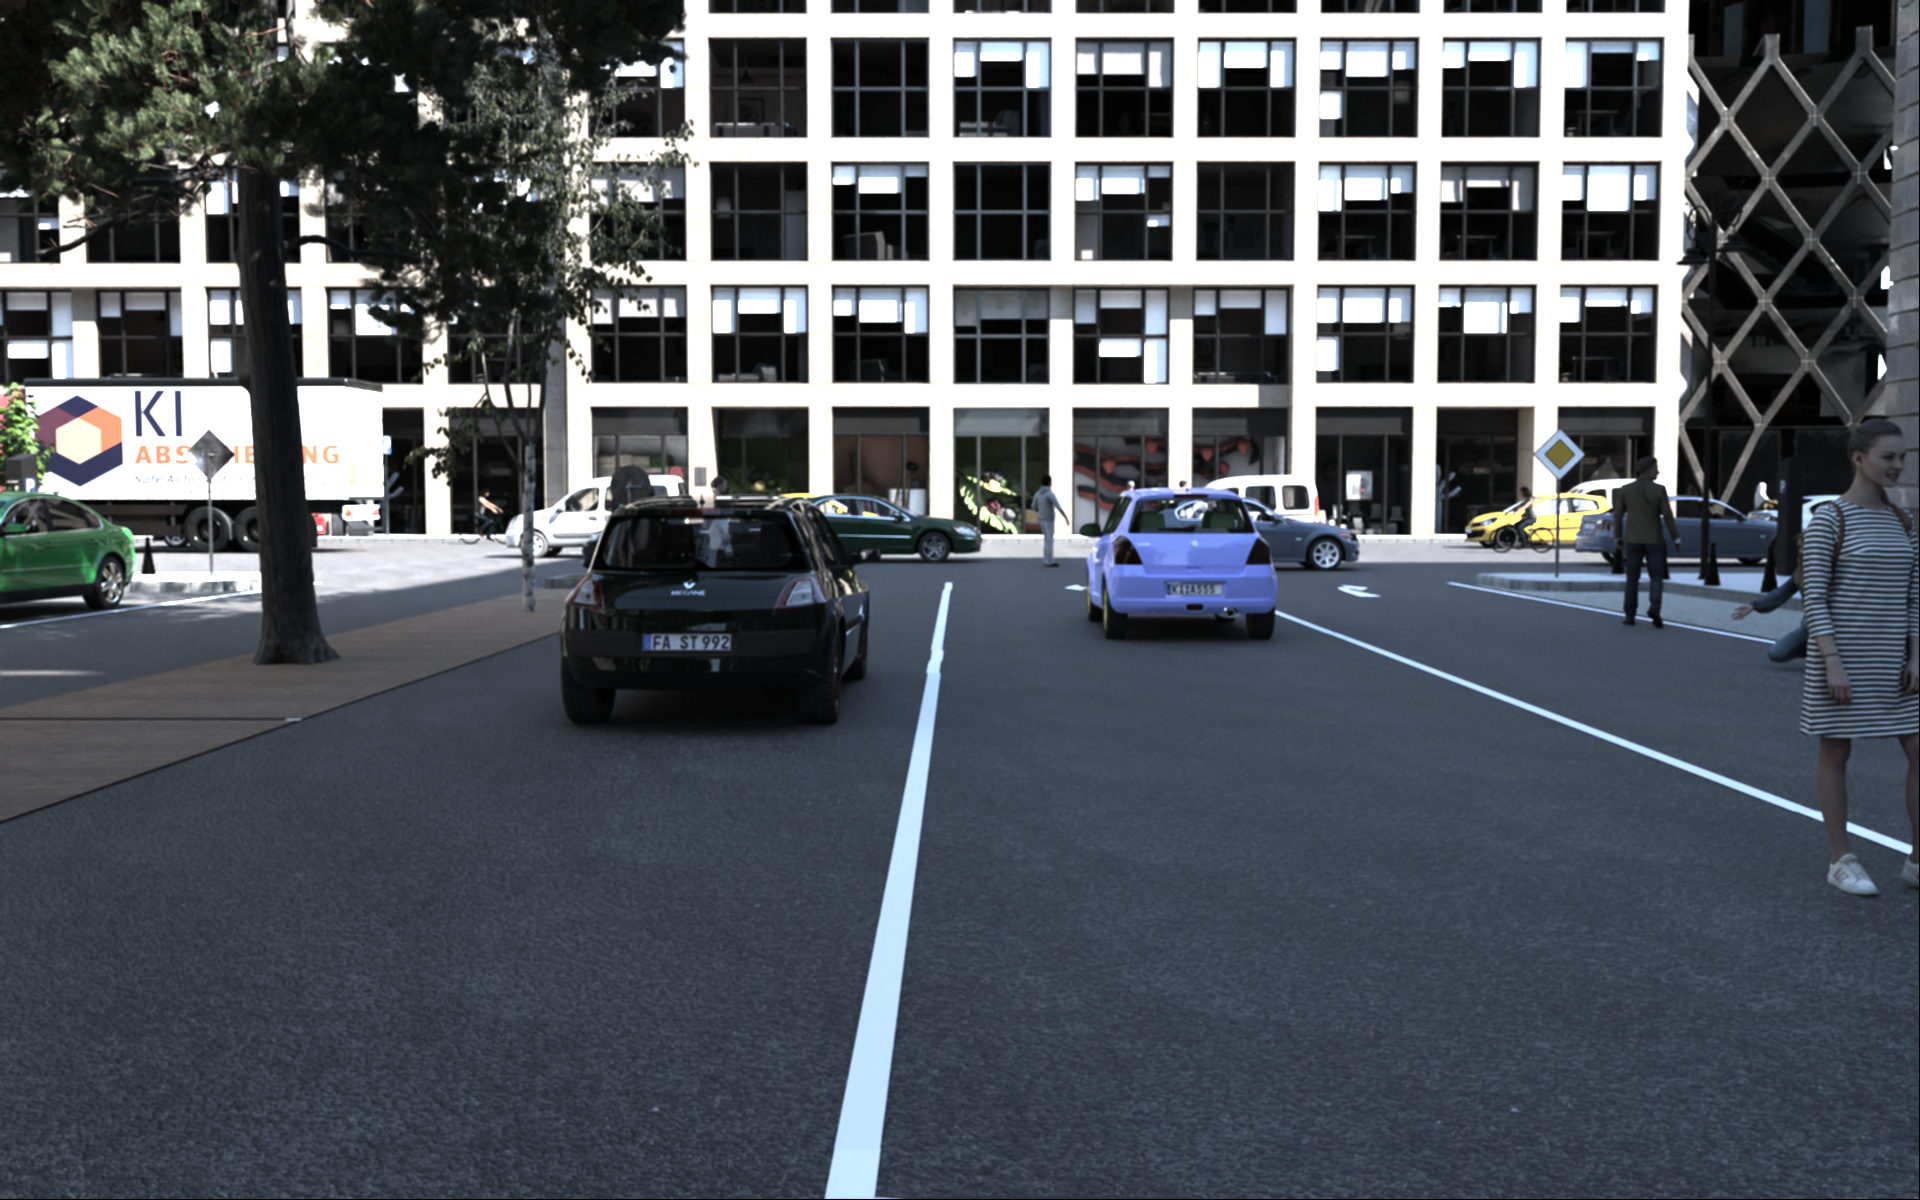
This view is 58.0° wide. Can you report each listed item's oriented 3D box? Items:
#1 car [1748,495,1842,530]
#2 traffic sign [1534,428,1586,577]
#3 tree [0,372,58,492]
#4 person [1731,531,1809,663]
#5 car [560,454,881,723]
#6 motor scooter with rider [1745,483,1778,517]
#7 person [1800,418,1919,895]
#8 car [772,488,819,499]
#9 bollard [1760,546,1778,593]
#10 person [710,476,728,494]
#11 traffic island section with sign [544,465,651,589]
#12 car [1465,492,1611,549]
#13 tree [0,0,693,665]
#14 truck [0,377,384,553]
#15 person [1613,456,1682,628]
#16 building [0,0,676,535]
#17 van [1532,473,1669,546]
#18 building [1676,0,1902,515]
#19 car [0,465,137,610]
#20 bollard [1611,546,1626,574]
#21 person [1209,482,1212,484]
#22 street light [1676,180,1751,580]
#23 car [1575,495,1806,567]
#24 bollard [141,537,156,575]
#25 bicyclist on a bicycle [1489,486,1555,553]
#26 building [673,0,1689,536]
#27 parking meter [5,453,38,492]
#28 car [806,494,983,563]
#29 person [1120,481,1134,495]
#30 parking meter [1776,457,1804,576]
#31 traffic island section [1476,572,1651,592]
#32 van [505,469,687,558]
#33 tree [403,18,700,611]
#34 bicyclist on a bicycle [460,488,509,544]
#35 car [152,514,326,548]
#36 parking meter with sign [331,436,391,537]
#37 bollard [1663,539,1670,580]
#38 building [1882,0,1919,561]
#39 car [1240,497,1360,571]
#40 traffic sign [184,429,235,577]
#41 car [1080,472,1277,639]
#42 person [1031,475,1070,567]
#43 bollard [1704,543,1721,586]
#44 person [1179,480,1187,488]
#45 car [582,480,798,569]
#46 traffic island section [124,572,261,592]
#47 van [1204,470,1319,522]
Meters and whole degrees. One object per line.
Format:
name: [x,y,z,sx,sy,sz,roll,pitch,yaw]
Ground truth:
car: [20.410,-1.694,39.697,4.499,1.417,2.014,0,4,1]
traffic sign: [9.192,-1.406,26.623,0.795,2.450,0.064,0,3,0]
tree: [-14.743,-1.992,27.163,1.663,3.219,1.824,0,3,0]
person: [6.878,0.004,13.935,0.738,1.151,1.012,-1,4,-21]
car: [-1.590,-0.149,12.215,2.009,1.686,4.222,0,4,1]
motor scooter with rider: [21.844,-2.301,46.592,1.986,1.779,0.876,0,4,2]
person: [3.274,0.199,6.254,0.512,1.701,0.522,-1,4,-12]
car: [-3.966,-2.385,49.224,3.980,1.641,2.015,0,4,1]
bollard: [10.565,-0.400,22.588,0.229,0.601,0.229,0,3,0]
person: [-3.542,-0.978,25.499,0.522,1.701,0.512,0,4,-8]
traffic island section with sign: [-5.247,-1.152,26.967,2.006,1.907,1.989,0,3,0]
car: [15.506,-2.194,46.098,3.980,1.641,2.015,0,3,0]
tree: [-5.891,-6.402,14.547,7.806,13.903,7.818,0,3,0]
truck: [-20.282,-3.309,43.015,11.283,4.237,2.839,0,4,2]
person: [7.439,-0.631,18.736,0.656,1.842,0.836,0,4,5]
building: [-29.158,-15.783,62.574,34.151,26.468,19.350,0,3,0]
van: [17.612,-2.527,48.330,4.112,2.044,2.013,0,4,2]
building: [30.472,-11.890,61.846,16.811,18.784,16.820,0,3,0]
car: [-11.475,-0.697,20.199,1.959,1.807,4.718,0,4,2]
bollard: [10.572,-0.719,27.791,0.229,0.601,0.229,0,3,0]
person: [7.098,-2.371,47.623,0.532,1.782,0.716,-3,4,-38]
street light: [11.200,-3.248,25.894,0.468,5.910,1.993,0,3,0]
car: [14.805,-1.402,34.921,4.499,1.417,2.014,0,4,-1]
bollard: [-12.933,-0.706,27.583,0.229,0.601,0.229,0,3,0]
bicyclist on a bicycle: [13.703,-1.968,42.202,1.625,1.676,1.499,0,4,-1]
building: [4.991,-15.748,62.002,34.151,26.468,19.350,0,3,0]
parking meter: [-13.283,-1.152,24.541,0.255,1.863,0.399,1,4,8]
car: [-1.969,-1.528,36.781,4.920,1.459,2.131,0,4,0]
person: [4.523,-2.283,46.221,0.661,1.777,0.834,1,4,12]
parking meter: [13.049,-1.317,27.238,0.255,1.863,0.399,0,4,3]
traffic island section: [9.215,-0.270,26.700,2.009,0.180,2.903,0,3,0]
van: [-8.209,-1.976,39.317,4.112,2.044,2.013,0,4,0]
tree: [-5.252,-4.172,21.038,4.360,8.622,3.978,0,3,0]
bicyclist on a bicycle: [-13.546,-2.422,49.622,1.625,1.676,1.499,0,4,1]
car: [-19.559,-2.314,46.881,4.494,1.783,2.155,0,4,2]
parking meter with sign: [-18.012,-3.408,51.981,1.738,3.016,0.543,0,4,5]
bollard: [10.575,-0.613,26.059,0.229,0.601,0.229,0,3,0]
building: [18.887,-13.149,12.244,12.463,27.353,25.104,0,3,0]
car: [5.335,-1.288,33.054,4.499,1.417,2.014,0,4,1]
traffic sign: [-11.552,-1.409,26.683,0.795,2.450,0.064,0,3,0]
car: [2.269,-0.542,18.448,1.945,1.707,3.694,0,4,0]
person: [1.803,-1.564,34.227,0.789,1.805,0.875,-3,5,-40]
bollard: [10.569,-0.506,24.319,0.229,0.601,0.229,0,3,0]
person: [5.716,-2.212,44.941,0.850,1.792,0.678,-1,4,-17]
car: [-4.378,-1.230,29.891,4.222,1.686,2.009,0,4,0]
traffic island section: [-11.576,-0.273,26.745,2.009,0.180,2.903,0,3,0]
van: [5.930,-1.938,38.697,4.112,2.044,2.013,0,4,-1]
